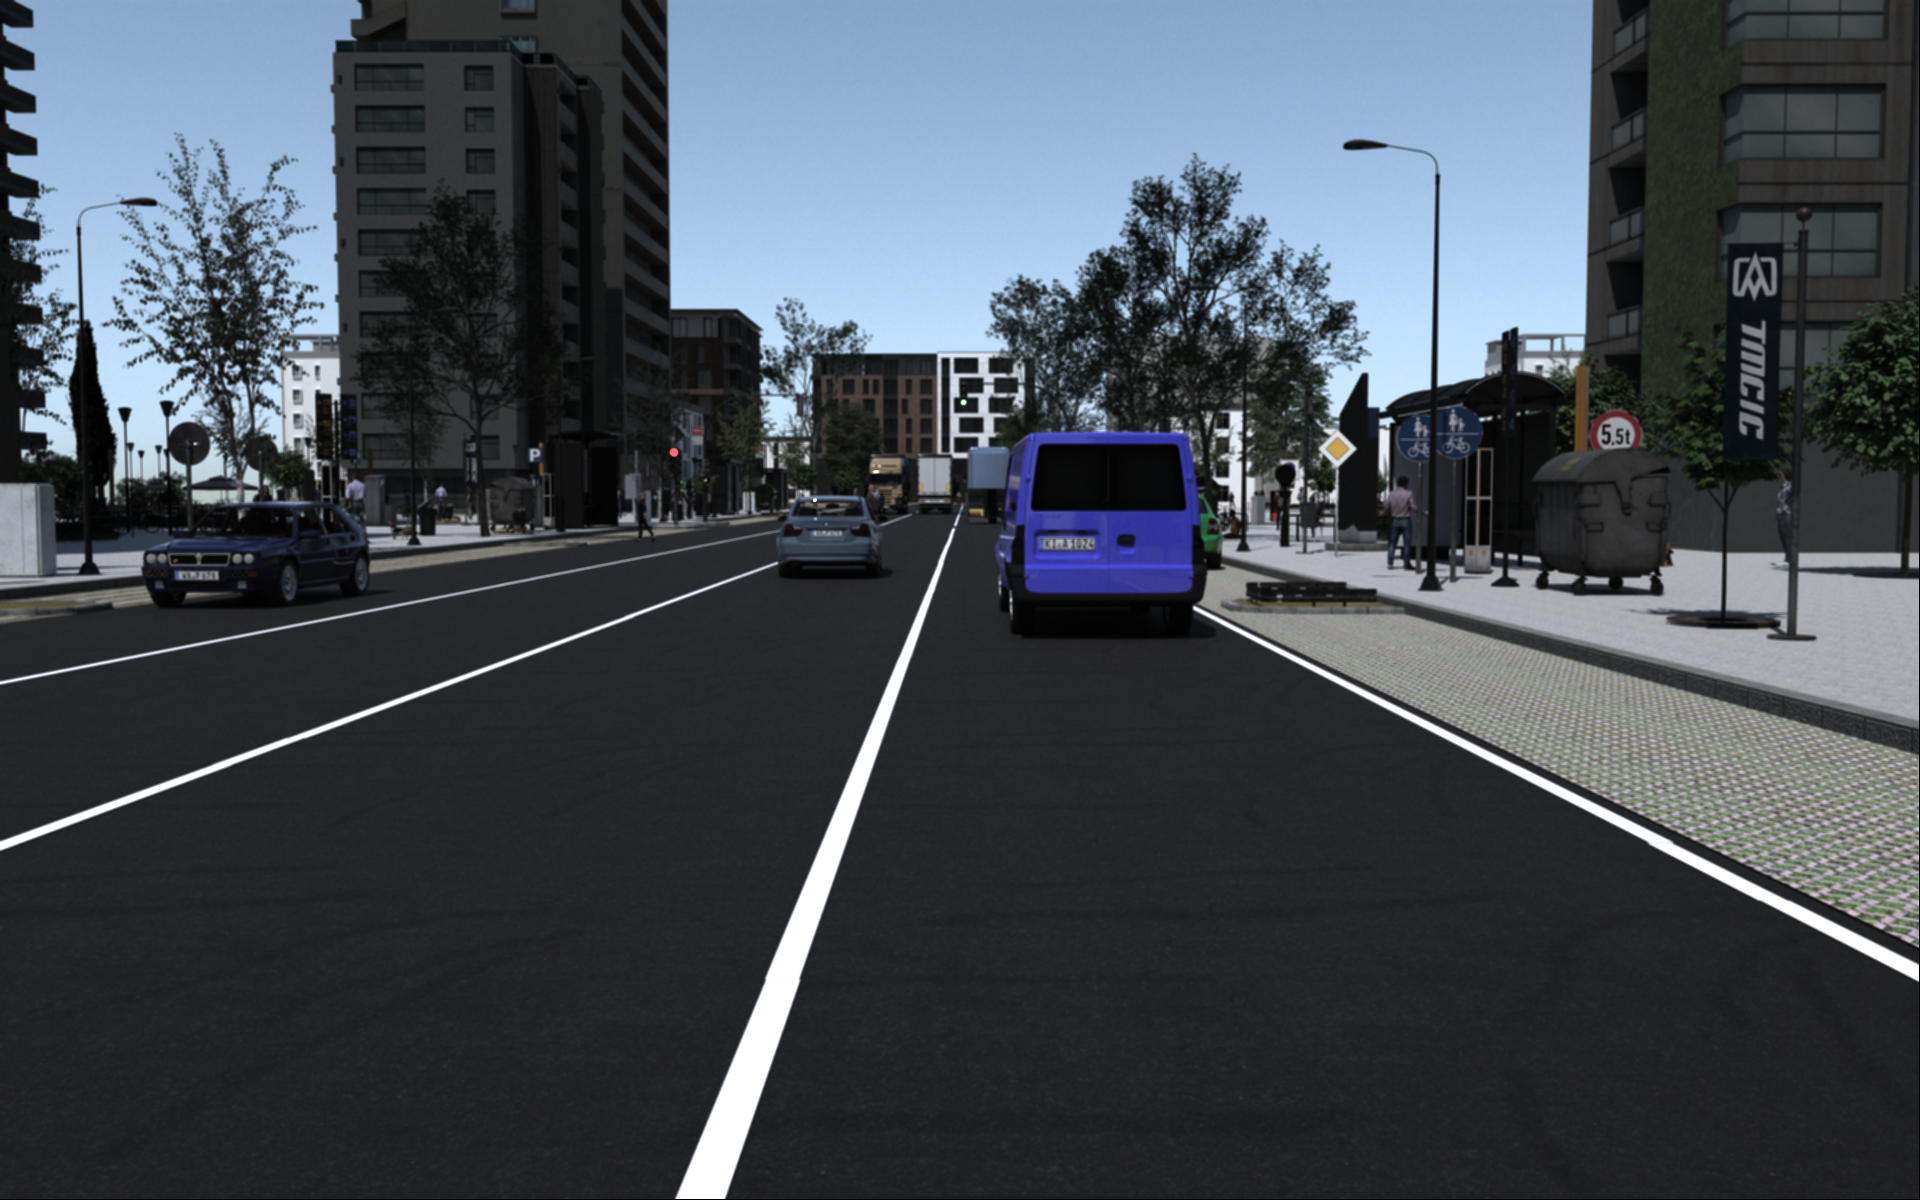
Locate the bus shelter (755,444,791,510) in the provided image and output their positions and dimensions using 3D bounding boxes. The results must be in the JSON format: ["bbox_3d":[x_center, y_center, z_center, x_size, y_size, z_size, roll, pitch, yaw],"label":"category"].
[{"bbox_3d":[-15.277,-9.996,141.069,2.179,5.291,8.768,0,4,0],"label":"bus shelter"}]

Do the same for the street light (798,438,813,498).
[{"bbox_3d":[-12.779,-10.412,142.771,1.470,5.913,1.316,0,4,0],"label":"street light"}]

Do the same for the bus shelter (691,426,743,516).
[{"bbox_3d":[-14.714,-7.757,104.457,2.179,5.291,8.768,0,3,0],"label":"bus shelter"}]

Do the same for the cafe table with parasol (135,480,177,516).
[{"bbox_3d":[-39.892,-4.967,86.072,2.610,1.966,2.610,2,4,32],"label":"cafe table with parasol"}]

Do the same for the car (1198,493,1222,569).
[{"bbox_3d":[4.111,-1.562,34.339,1.959,1.807,4.718,0,4,2],"label":"car"}]

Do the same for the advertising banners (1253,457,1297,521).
[{"bbox_3d":[14.741,-5.190,81.045,2.074,3.025,0.090,0,4,1],"label":"advertising banners"}]

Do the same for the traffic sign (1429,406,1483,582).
[{"bbox_3d":[7.162,-1.528,25.095,0.768,2.556,0.104,0,4,1],"label":"traffic sign"}]

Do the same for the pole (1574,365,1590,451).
[{"bbox_3d":[9.897,-2.066,27.615,0.158,3.312,0.155,0,3,0],"label":"pole"}]

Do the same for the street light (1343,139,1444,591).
[{"bbox_3d":[5.721,-3.078,22.865,1.470,5.913,1.316,0,4,0],"label":"street light"}]

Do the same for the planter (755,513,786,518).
[{"bbox_3d":[-11.193,-5.070,104.031,1.991,0.319,1.994,0,4,0],"label":"planter"}]

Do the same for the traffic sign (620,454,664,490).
[{"bbox_3d":[-16.318,-5.806,88.804,2.265,3.308,0.079,0,4,6],"label":"traffic sign"}]

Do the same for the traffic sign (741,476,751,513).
[{"bbox_3d":[-14.754,-7.307,119.579,0.768,2.556,0.104,0,4,4],"label":"traffic sign"}]

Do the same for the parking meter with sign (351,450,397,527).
[{"bbox_3d":[-23.165,-4.422,68.561,1.738,3.016,0.543,1,4,14],"label":"parking meter with sign"}]

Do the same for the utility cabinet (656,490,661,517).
[{"bbox_3d":[-16.559,-5.290,95.175,0.318,1.500,1.173,-1,4,-17],"label":"utility cabinet"}]

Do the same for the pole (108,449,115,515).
[{"bbox_3d":[-38.350,-5.166,78.300,0.158,3.312,0.155,0,3,0],"label":"pole"}]

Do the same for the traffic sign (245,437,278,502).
[{"bbox_3d":[-15.499,-2.344,38.428,0.768,2.556,0.104,0,4,5],"label":"traffic sign"}]

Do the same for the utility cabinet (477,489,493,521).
[{"bbox_3d":[-22.048,-4.439,81.253,0.318,1.500,1.173,3,5,44],"label":"utility cabinet"}]

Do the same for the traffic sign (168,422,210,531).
[{"bbox_3d":[-13.617,-1.865,30.602,0.768,2.556,0.104,0,4,4],"label":"traffic sign"}]

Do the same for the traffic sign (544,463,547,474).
[{"bbox_3d":[-16.528,-4.253,69.637,0.768,2.556,0.104,1,4,8],"label":"traffic sign"}]

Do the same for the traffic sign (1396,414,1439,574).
[{"bbox_3d":[7.353,-1.688,27.708,0.768,2.556,0.104,0,4,6],"label":"traffic sign"}]

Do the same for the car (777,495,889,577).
[{"bbox_3d":[-2.294,-1.166,31.069,2.014,1.417,4.499,0,4,-2],"label":"car"}]

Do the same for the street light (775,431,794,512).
[{"bbox_3d":[-12.823,-9.426,126.654,1.470,5.913,1.316,0,4,0],"label":"street light"}]

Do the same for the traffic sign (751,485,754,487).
[{"bbox_3d":[-15.495,-8.082,132.136,0.884,2.594,0.081,0,4,8],"label":"traffic sign"}]

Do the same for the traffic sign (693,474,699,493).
[{"bbox_3d":[-16.350,-6.613,108.229,0.768,2.556,0.104,1,4,10],"label":"traffic sign"}]

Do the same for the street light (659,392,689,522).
[{"bbox_3d":[-13.010,-6.494,78.722,1.470,5.913,1.316,0,4,0],"label":"street light"}]

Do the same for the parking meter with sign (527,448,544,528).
[{"bbox_3d":[-16.164,-4.285,66.322,0.543,3.016,1.738,0,4,-8],"label":"parking meter with sign"}]

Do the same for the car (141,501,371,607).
[{"bbox_3d":[-9.370,-0.655,23.296,1.945,1.354,3.894,0,4,2],"label":"car"}]

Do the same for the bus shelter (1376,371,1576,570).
[{"bbox_3d":[9.162,-2.287,31.316,2.014,3.302,5.546,0,4,0],"label":"bus shelter"}]

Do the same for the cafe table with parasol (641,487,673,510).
[{"bbox_3d":[-22.144,-7.452,126.713,2.610,1.966,2.610,-2,4,-33],"label":"cafe table with parasol"}]

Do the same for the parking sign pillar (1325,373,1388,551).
[{"bbox_3d":[9.032,-3.107,39.279,1.447,3.967,1.447,-1,4,-10],"label":"parking sign pillar"}]

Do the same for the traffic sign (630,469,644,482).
[{"bbox_3d":[-16.458,-5.380,88.070,0.768,2.556,0.104,0,4,7],"label":"traffic sign"}]

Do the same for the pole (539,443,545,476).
[{"bbox_3d":[-16.589,-4.581,68.749,0.158,3.312,0.155,0,3,0],"label":"pole"}]

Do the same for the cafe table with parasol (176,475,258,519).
[{"bbox_3d":[-27.039,-3.581,63.410,2.610,1.966,2.610,-2,4,-29],"label":"cafe table with parasol"}]

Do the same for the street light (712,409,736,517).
[{"bbox_3d":[-12.961,-7.492,95.040,1.470,5.913,1.316,0,4,0],"label":"street light"}]

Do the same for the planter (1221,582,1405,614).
[{"bbox_3d":[4.286,-0.022,21.505,1.991,0.319,1.994,0,4,0],"label":"planter"}]

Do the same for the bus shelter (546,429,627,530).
[{"bbox_3d":[-14.099,-4.552,65.716,1.731,3.624,6.357,0,4,0],"label":"bus shelter"}]

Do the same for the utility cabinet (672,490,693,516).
[{"bbox_3d":[-15.891,-5.542,99.296,1.173,1.500,0.318,-2,4,-32],"label":"utility cabinet"}]

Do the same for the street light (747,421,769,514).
[{"bbox_3d":[-12.926,-8.455,110.775,1.470,5.913,1.316,0,4,0],"label":"street light"}]

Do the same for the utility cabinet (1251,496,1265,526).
[{"bbox_3d":[12.232,-3.664,71.076,0.306,1.237,1.020,2,4,26],"label":"utility cabinet"}]

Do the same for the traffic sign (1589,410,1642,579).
[{"bbox_3d":[9.897,-1.597,26.218,0.768,2.556,0.104,0,4,7],"label":"traffic sign"}]

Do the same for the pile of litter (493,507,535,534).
[{"bbox_3d":[-14.499,-2.588,56.282,1.176,0.858,1.719,-2,4,-34],"label":"pile of litter"}]

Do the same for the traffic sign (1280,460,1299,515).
[{"bbox_3d":[9.802,-3.029,51.659,0.606,2.300,0.079,0,4,3],"label":"traffic sign"}]

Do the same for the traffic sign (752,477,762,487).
[{"bbox_3d":[-15.173,-7.905,129.355,0.768,2.556,0.104,0,4,4],"label":"traffic sign"}]

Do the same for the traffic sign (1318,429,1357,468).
[{"bbox_3d":[7.666,-2.165,35.130,0.795,2.593,0.064,0,4,6],"label":"traffic sign"}]

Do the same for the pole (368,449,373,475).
[{"bbox_3d":[-26.476,-5.137,77.829,0.158,3.312,0.155,0,3,0],"label":"pole"}]

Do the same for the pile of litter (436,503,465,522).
[{"bbox_3d":[-23.239,-3.965,78.789,1.719,0.858,1.176,0,4,2],"label":"pile of litter"}]
